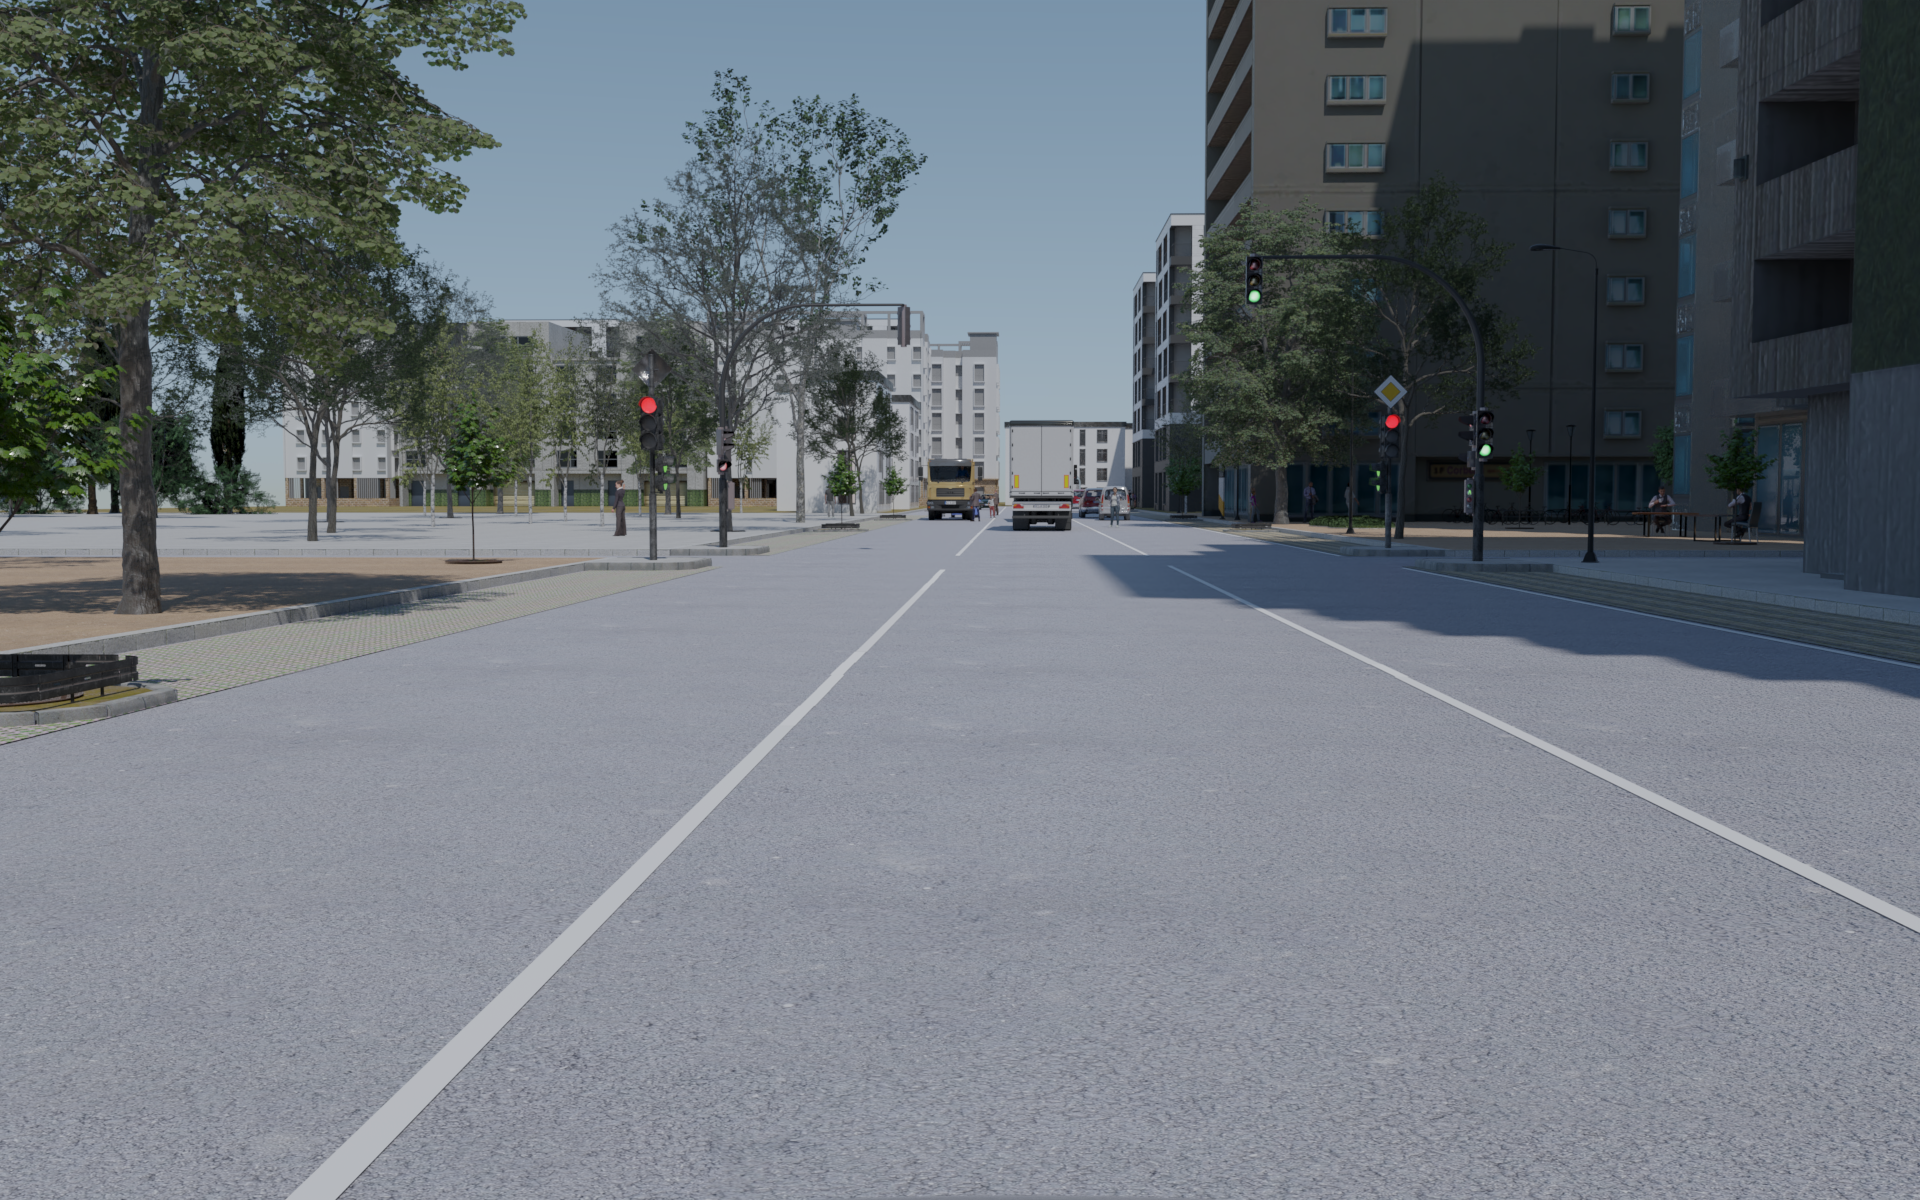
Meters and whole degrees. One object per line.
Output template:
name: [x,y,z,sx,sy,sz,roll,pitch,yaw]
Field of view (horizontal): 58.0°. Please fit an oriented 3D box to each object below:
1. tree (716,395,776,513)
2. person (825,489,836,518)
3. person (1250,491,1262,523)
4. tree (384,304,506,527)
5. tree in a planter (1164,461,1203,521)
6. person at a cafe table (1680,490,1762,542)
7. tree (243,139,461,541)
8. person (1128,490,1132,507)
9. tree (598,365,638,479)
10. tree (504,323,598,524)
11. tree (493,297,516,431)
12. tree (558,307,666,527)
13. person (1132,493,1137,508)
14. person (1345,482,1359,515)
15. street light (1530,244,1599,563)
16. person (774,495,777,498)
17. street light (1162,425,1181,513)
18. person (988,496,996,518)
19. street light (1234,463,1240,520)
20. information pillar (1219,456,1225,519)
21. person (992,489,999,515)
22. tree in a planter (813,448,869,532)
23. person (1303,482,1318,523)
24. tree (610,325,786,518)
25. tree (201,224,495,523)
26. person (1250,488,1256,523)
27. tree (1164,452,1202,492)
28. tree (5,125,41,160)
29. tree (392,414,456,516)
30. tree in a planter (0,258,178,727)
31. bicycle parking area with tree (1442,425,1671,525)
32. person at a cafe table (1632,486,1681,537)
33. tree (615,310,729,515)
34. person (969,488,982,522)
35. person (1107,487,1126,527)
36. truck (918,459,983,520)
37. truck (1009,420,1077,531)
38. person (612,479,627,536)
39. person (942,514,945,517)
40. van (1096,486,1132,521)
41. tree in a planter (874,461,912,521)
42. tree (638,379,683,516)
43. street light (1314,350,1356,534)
tree: [-14.348,-10.083,115.216,4.737,8.622,4.395,0,3,0]
person: [-6.914,-5.285,92.581,0.598,1.807,0.434,1,4,16]
person: [13.103,-4.102,76.345,0.776,1.435,0.726,1,4,9]
tree: [-20.664,-7.178,67.724,4.737,8.622,4.395,0,3,0]
tree in a planter: [11.916,-5.831,92.559,1.991,3.239,1.994,0,4,2]
person at a cafe table: [20.780,-2.341,46.792,1.698,1.524,1.622,-3,4,-36]
tree: [-17.576,-6.849,46.397,8.767,10.594,7.601,0,4,-7]
person: [16.781,-10.073,171.532,0.445,1.727,0.742,1,4,19]
tree: [-18.410,-7.993,81.046,4.737,8.622,4.395,0,3,0]
tree: [-18.656,-7.562,73.999,4.737,8.622,4.395,0,3,0]
tree: [-27.094,-11.056,91.142,12.009,13.543,11.850,0,3,0]
tree: [-13.989,-7.218,68.371,4.360,8.622,3.978,0,3,0]
person: [16.230,-9.289,161.146,0.421,1.427,0.697,3,5,40]
person: [17.212,-4.273,76.052,0.789,1.805,0.875,-1,4,-11]
street light: [11.282,-3.657,32.332,1.470,5.913,1.316,0,4,2]
person: [-20.492,-11.433,196.153,1.217,1.735,0.721,0,4,4]
street light: [14.144,-8.764,115.825,1.470,5.913,1.316,0,4,2]
person: [1.939,-5.607,104.081,0.435,1.345,0.340,-2,4,-28]
street light: [13.124,-6.887,85.142,1.470,5.913,1.316,0,4,2]
information pillar: [13.241,-5.882,87.520,0.183,3.616,0.504,-1,4,-20]
person: [2.342,-6.557,116.261,0.434,1.755,0.990,3,4,37]
tree in a planter: [-4.537,-4.225,66.295,1.991,3.239,1.994,0,4,2]
person: [15.669,-4.366,77.294,0.709,1.838,0.599,-1,4,-17]
tree: [-14.768,-9.610,91.538,8.767,10.594,7.601,1,4,14]
tree: [-28.584,-10.241,77.815,12.009,13.543,11.850,0,3,0]
person: [13.165,-4.261,77.780,0.319,1.574,0.516,1,4,14]
tree: [16.032,-8.507,122.806,4.285,4.588,4.351,0,3,0]
tree: [-18.038,-5.747,28.377,7.601,10.594,8.767,2,4,32]
tree: [-31.248,-9.216,101.046,4.360,8.622,3.978,0,3,0]
tree in a planter: [-6.400,-0.867,11.393,1.991,3.239,1.994,0,4,2]
bicycle parking area with tree: [25.508,-5.348,74.445,9.016,4.147,8.231,1,4,14]
person at a cafe table: [21.069,-2.653,51.895,1.698,1.524,1.622,1,4,12]
tree: [-17.798,-11.577,107.416,7.486,12.596,7.792,0,3,0]
person: [0.794,-4.958,90.392,0.655,1.722,0.431,-1,4,-23]
person: [6.688,-3.998,74.594,0.841,1.734,0.376,2,4,31]
truck: [-0.486,-6.172,96.843,3.469,3.379,9.791,0,4,0]
truck: [3.433,-5.037,71.272,2.839,4.237,11.283,0,4,4]
person: [-10.419,-2.820,52.950,0.445,1.727,0.742,-1,4,-9]
person: [-1.102,-6.162,109.400,0.875,1.805,0.789,1,4,14]
van: [8.455,-5.377,94.927,2.013,2.044,4.112,0,4,3]
tree in a planter: [-3.605,-5.908,93.815,1.991,3.239,1.994,0,4,2]
tree: [-18.206,-9.095,99.073,4.737,8.622,4.395,0,3,0]
street light: [12.011,-5.076,55.531,1.470,5.913,1.316,0,4,2]
